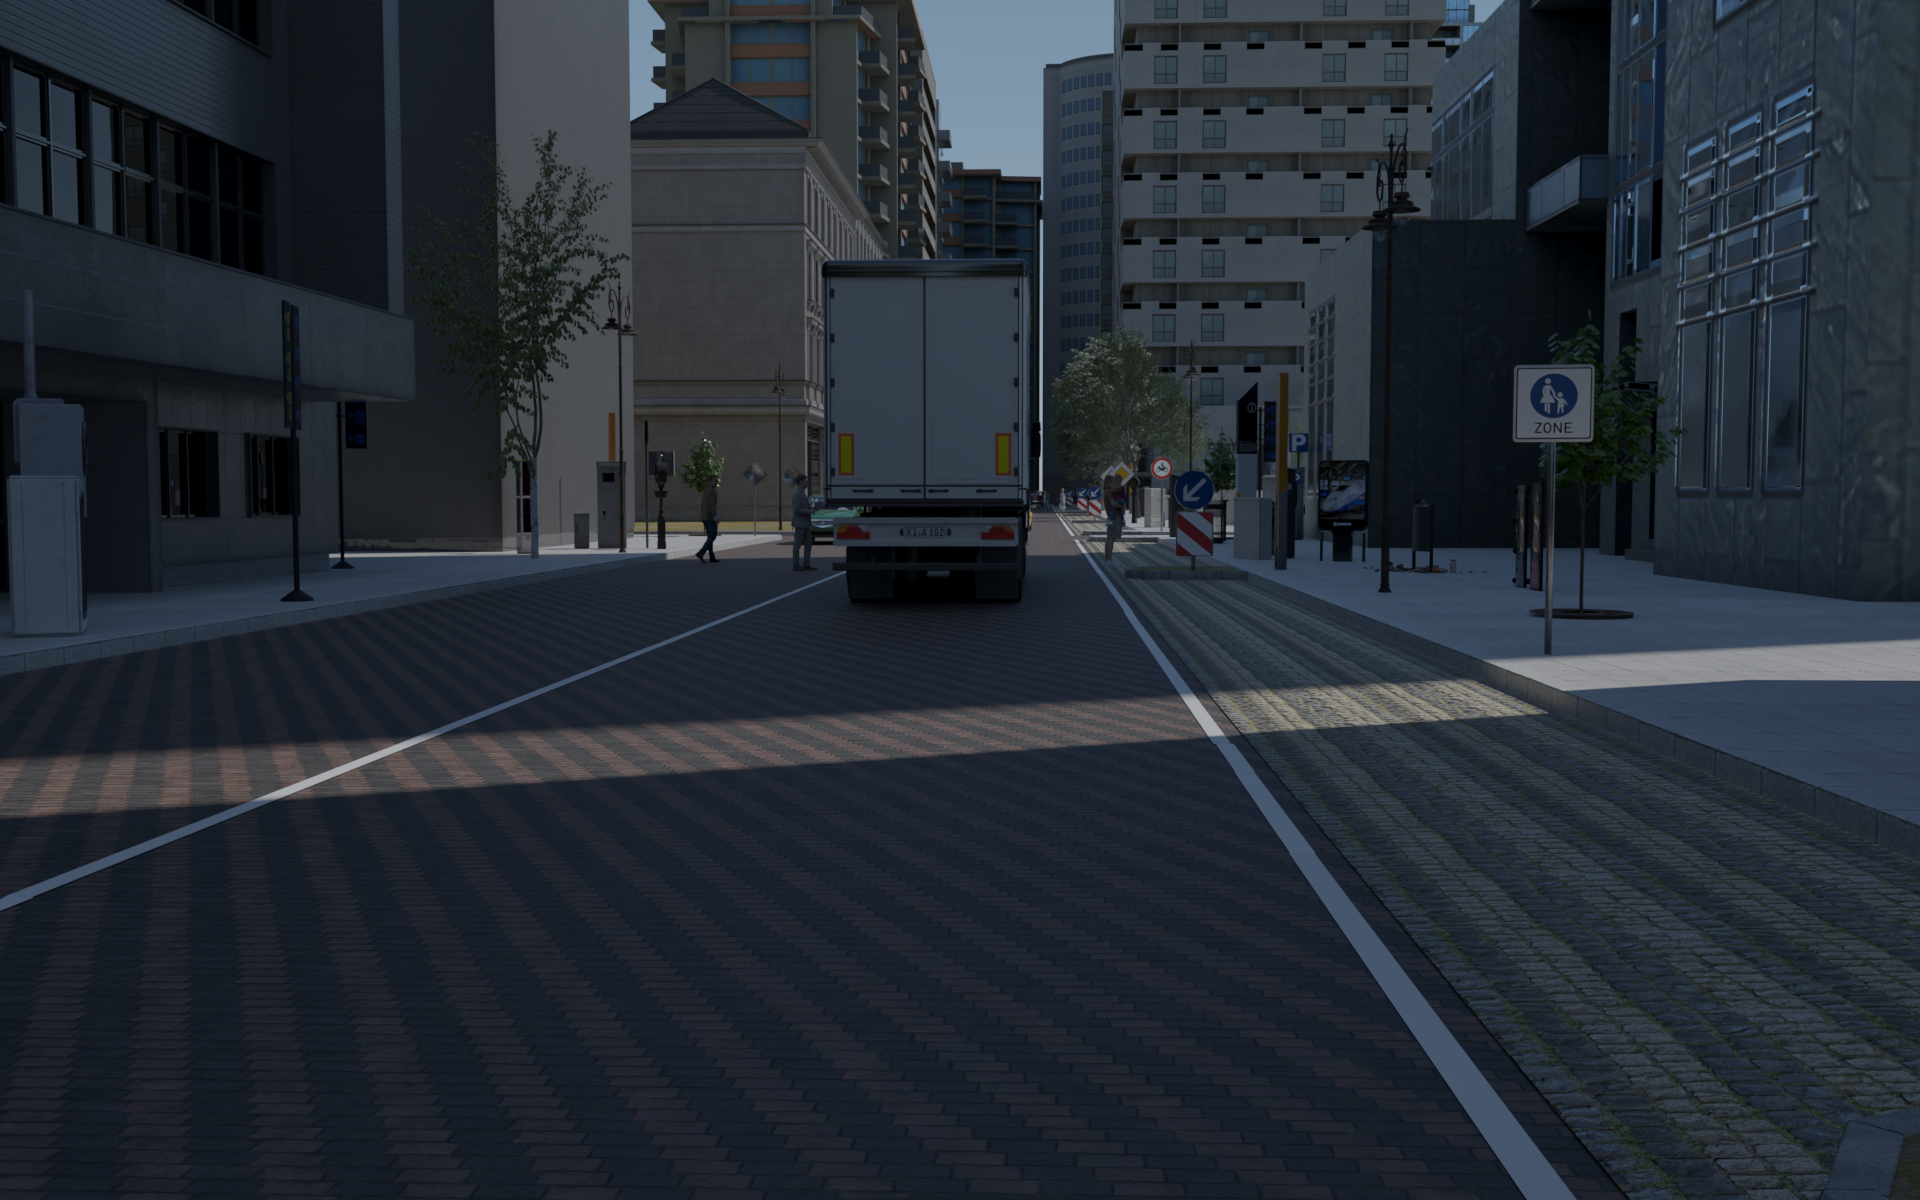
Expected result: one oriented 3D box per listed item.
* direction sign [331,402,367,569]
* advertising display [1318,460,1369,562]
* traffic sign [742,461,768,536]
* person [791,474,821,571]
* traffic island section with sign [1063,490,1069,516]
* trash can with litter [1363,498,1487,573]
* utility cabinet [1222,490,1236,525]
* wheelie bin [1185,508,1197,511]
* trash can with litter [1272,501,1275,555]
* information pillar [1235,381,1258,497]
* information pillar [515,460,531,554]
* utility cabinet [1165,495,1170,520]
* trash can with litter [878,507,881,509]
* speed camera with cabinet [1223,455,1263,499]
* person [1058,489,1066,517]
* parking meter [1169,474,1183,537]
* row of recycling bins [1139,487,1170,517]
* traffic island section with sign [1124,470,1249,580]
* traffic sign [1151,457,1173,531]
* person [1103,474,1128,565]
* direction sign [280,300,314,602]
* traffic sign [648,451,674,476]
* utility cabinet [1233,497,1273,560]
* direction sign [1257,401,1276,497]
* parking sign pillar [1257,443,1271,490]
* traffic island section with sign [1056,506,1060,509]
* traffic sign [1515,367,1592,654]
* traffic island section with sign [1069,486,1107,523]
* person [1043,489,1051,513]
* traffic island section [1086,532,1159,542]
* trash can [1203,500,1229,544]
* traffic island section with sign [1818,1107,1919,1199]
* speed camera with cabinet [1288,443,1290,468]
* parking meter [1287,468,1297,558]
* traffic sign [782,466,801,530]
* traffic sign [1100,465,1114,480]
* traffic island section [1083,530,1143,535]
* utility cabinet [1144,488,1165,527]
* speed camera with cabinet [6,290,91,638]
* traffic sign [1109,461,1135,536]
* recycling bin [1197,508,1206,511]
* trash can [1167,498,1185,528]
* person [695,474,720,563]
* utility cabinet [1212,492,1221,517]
[{"bbox_3d":[-10.621,-2.305,29.691,0.876,3.537,0.379,-1,4,-22],"label":"direction sign"},{"bbox_3d":[7.277,-1.693,32.896,0.974,1.923,0.123,2,4,34],"label":"advertising display"},{"bbox_3d":[-6.281,-3.022,53.048,0.795,2.450,0.064,0,4,3],"label":"traffic sign"},{"bbox_3d":[-2.876,-1.448,32.373,0.583,1.804,0.606,0,3,0],"label":"person"},{"bbox_3d":[7.777,-6.325,112.041,1.989,1.847,2.006,0,4,3],"label":"traffic island section with sign"},{"bbox_3d":[7.578,-1.088,28.843,1.678,1.210,2.233,-1,4,-19],"label":"trash can with litter"},{"bbox_3d":[11.209,-3.766,70.246,0.318,1.500,1.173,-2,4,-24],"label":"utility cabinet"},{"bbox_3d":[17.874,-7.752,134.659,0.693,1.594,0.980,-2,4,-29],"label":"wheelie bin"},{"bbox_3d":[6.671,-1.550,36.723,0.624,1.170,1.055,-1,4,-14],"label":"trash can with litter"},{"bbox_3d":[5.944,-2.723,35.872,0.504,3.616,0.183,-2,4,-25],"label":"information pillar"},{"bbox_3d":[-9.313,-1.994,37.092,0.304,2.012,0.304,-2,4,-35],"label":"information pillar"},{"bbox_3d":[10.021,-4.513,84.947,1.020,1.237,0.306,-1,4,-21],"label":"utility cabinet"},{"bbox_3d":[-4.581,-5.291,97.893,0.624,1.170,1.055,0,4,5],"label":"trash can with litter"},{"bbox_3d":[12.890,-5.113,77.929,2.038,3.252,0.660,2,4,35],"label":"speed camera with cabinet"},{"bbox_3d":[6.444,-6.165,109.651,0.624,1.780,0.694,0,4,-6],"label":"person"},{"bbox_3d":[6.419,-2.785,51.254,0.399,1.863,0.255,-1,4,-12],"label":"parking meter"},{"bbox_3d":[11.578,-5.497,96.983,3.534,1.692,1.069,-1,4,-20],"label":"row of recycling bins"},{"bbox_3d":[3.826,-1.282,29.589,1.989,1.847,2.006,0,4,3],"label":"traffic island section with sign"},{"bbox_3d":[6.966,-3.649,59.769,0.768,2.556,0.104,0,4,5],"label":"traffic sign"},{"bbox_3d":[3.079,-1.605,34.722,0.580,1.828,0.573,3,4,38],"label":"person"},{"bbox_3d":[-7.962,-1.755,20.698,0.379,3.537,0.876,-1,4,-10],"label":"direction sign"},{"bbox_3d":[-7.014,-2.359,40.696,0.606,2.300,0.079,0,4,4],"label":"traffic sign"},{"bbox_3d":[5.775,-1.406,34.156,0.306,1.237,1.020,-1,4,-21],"label":"utility cabinet"},{"bbox_3d":[7.324,-3.078,42.324,0.876,3.537,0.379,1,4,10],"label":"direction sign"},{"bbox_3d":[15.778,-6.268,90.950,1.447,3.967,1.447,-1,4,-22],"label":"parking sign pillar"},{"bbox_3d":[10.189,-9.407,162.435,1.989,1.847,2.006,0,4,3],"label":"traffic island section with sign"},{"bbox_3d":[4.704,-0.713,13.794,0.606,2.300,0.079,1,4,11],"label":"traffic sign"},{"bbox_3d":[6.502,-4.678,85.115,1.989,1.847,2.006,0,4,3],"label":"traffic island section with sign"},{"bbox_3d":[6.435,-7.381,129.530,0.623,1.781,0.721,2,4,35],"label":"person"},{"bbox_3d":[4.923,-1.853,52.570,2.009,0.180,2.903,0,4,3],"label":"traffic island section"},{"bbox_3d":[6.613,-2.038,44.973,0.748,1.137,0.748,0,3,0],"label":"trash can"},{"bbox_3d":[2.537,0.365,2.665,1.989,1.847,2.006,0,4,3],"label":"traffic island section with sign"},{"bbox_3d":[13.246,-4.417,66.557,0.660,3.252,2.038,-2,4,-34],"label":"speed camera with cabinet"},{"bbox_3d":[6.524,-1.769,34.642,0.399,1.863,0.255,0,4,-2],"label":"parking meter"},{"bbox_3d":[-5.899,-3.510,61.024,0.795,2.450,0.064,0,4,3],"label":"traffic sign"},{"bbox_3d":[5.282,-3.476,60.470,0.795,2.450,0.064,0,4,3],"label":"traffic sign"},{"bbox_3d":[5.305,-2.340,60.546,2.009,0.180,2.903,0,4,3],"label":"traffic island section"},{"bbox_3d":[7.479,-3.529,66.375,0.318,1.500,1.173,2,4,34],"label":"utility cabinet"},{"bbox_3d":[-8.581,-1.345,16.325,0.660,3.252,2.038,-2,4,-24],"label":"speed camera with cabinet"},{"bbox_3d":[4.899,-2.988,52.494,0.795,2.450,0.064,0,4,3],"label":"traffic sign"},{"bbox_3d":[10.850,-4.072,79.137,0.722,1.027,0.722,0,4,6],"label":"recycling bin"},{"bbox_3d":[7.798,-3.099,62.320,0.748,1.137,0.748,0,3,0],"label":"trash can"},{"bbox_3d":[-5.199,-1.688,36.011,0.656,1.842,0.836,2,4,31],"label":"person"},{"bbox_3d":[14.058,-5.240,94.349,1.173,1.500,0.318,1,4,18],"label":"utility cabinet"}]
